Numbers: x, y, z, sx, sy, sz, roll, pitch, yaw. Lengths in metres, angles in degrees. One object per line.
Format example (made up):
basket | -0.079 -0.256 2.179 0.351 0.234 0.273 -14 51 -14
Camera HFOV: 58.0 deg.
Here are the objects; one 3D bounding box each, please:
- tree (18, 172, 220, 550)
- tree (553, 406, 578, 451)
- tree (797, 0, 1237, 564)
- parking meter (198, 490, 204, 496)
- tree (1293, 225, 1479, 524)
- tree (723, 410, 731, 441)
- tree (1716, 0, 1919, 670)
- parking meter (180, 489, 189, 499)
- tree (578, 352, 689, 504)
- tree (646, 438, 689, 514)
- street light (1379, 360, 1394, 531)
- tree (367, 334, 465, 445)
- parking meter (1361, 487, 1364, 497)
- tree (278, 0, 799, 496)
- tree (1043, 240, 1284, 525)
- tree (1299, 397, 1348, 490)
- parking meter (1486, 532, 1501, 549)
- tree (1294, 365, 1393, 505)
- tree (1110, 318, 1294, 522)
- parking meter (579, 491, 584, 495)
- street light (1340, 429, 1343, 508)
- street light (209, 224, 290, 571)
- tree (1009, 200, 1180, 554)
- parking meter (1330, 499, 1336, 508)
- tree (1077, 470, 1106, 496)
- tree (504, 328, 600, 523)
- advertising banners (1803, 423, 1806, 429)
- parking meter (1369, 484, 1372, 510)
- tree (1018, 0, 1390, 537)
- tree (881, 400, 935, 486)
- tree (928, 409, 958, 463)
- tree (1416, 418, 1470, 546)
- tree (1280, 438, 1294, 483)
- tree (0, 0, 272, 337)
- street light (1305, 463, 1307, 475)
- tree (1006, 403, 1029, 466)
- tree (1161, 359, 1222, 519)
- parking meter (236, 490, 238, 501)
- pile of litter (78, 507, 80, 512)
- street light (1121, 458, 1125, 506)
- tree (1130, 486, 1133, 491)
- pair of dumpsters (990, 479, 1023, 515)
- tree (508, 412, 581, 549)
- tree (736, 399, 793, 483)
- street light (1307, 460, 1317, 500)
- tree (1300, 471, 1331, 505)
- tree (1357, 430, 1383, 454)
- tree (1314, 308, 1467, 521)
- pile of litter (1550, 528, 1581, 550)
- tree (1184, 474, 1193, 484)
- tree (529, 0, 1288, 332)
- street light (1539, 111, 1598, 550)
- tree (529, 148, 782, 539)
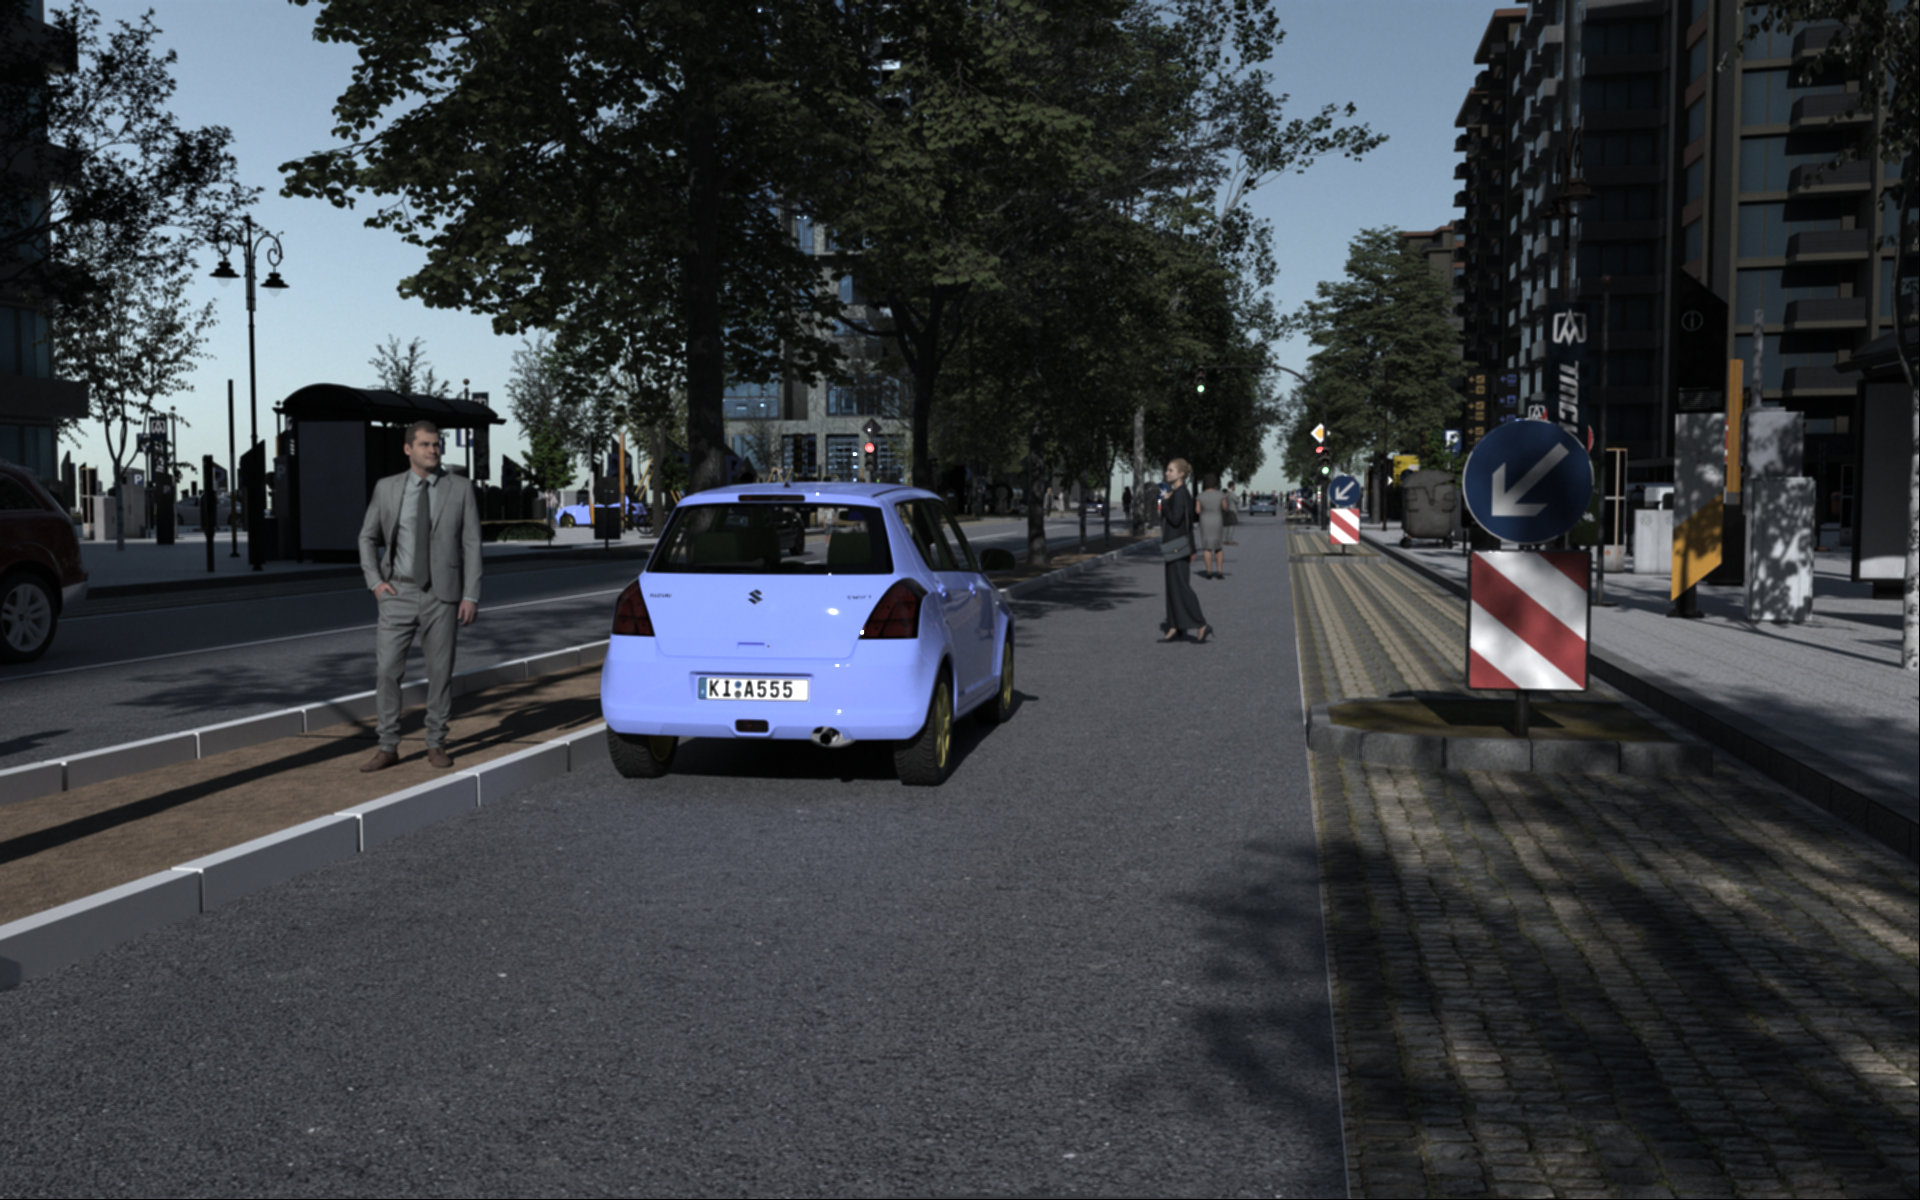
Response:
tree | -19.054 -5.431 39.161 4.360 8.622 3.978 0 3 0
tree | -20.799 -9.095 99.061 4.737 8.622 4.395 0 3 0
tree | 1.604 -6.976 34.646 7.486 12.596 7.792 0 3 0
parking meter | -44.688 -5.732 102.123 0.372 1.533 0.369 0 3 0
tree | 18.163 -9.509 73.594 7.486 12.596 7.792 0 3 0
tree | -15.486 -9.090 98.984 4.737 8.622 4.395 0 3 0
tree | 7.217 -3.792 12.357 4.360 8.622 3.978 0 3 0
parking meter | -37.351 -4.590 83.454 0.372 1.533 0.369 0 3 0
tree | -15.984 -8.413 87.912 4.737 8.622 4.395 0 3 0
tree | -9.904 -3.912 58.562 1.663 3.219 1.824 0 3 0
street light | 14.692 -5.319 59.761 0.468 5.910 1.993 1 4 11
tree | -25.269 -7.932 80.049 4.737 8.622 4.395 0 3 0
parking meter | 32.855 -8.312 141.617 0.255 1.863 0.399 1 4 11
tree | -2.196 -5.745 14.516 7.486 12.596 7.792 0 3 0
tree | 9.040 -9.522 75.147 9.611 12.733 9.660 0 3 0
tree | 26.803 -10.749 126.103 4.360 8.622 3.978 0 3 0
parking meter | 11.333 -1.905 36.866 0.399 1.863 0.255 2 4 32
tree | 29.570 -12.654 132.646 9.928 11.665 9.643 0 3 0
tree | 12.192 -9.883 89.798 9.928 11.665 9.643 0 3 0
parking meter | -27.724 -7.246 126.876 0.372 1.533 0.369 0 3 0
street light | 22.782 -7.974 103.167 0.468 5.910 1.993 1 4 11
street light | -11.773 -3.429 28.850 0.468 5.910 1.993 1 4 11
tree | 2.904 -5.383 40.830 4.737 8.622 4.395 0 3 0
parking meter | 23.267 -6.263 108.110 0.399 1.863 0.255 1 4 19
tree | 12.131 -10.703 158.705 4.285 4.588 4.351 0 3 0
tree | -18.392 -7.783 77.620 4.360 8.622 3.978 0 3 0
advertising banners | 19.658 -2.836 42.552 2.074 3.025 0.090 0 4 8
parking meter | 22.909 -5.529 96.117 0.399 1.863 0.255 1 4 13
tree | 7.024 -12.110 56.351 12.611 20.169 13.585 0 3 0
tree | -3.609 -11.071 131.372 4.737 8.622 4.395 0 3 0
tree | -1.494 -11.740 142.318 4.360 8.622 3.978 0 3 0
tree | 11.891 -2.977 43.269 1.663 3.219 1.824 0 3 0
tree | 57.336 -22.707 289.393 7.486 12.596 7.792 0 3 0
tree | -13.504 -5.390 22.541 8.767 10.594 7.601 -2 4 -33
street light | 52.032 -17.577 260.165 0.468 5.910 1.993 1 4 11
tree | 8.429 -13.539 138.362 9.611 12.733 9.660 0 3 0
tree | 10.641 -7.911 82.168 4.360 8.622 3.978 0 3 0
parking meter | -40.179 -5.393 96.592 0.372 1.533 0.369 0 3 0
pile of litter | -61.017 -6.572 121.416 1.176 0.858 1.719 2 4 35
street light | 17.501 -13.032 185.856 0.468 5.910 1.993 1 4 11
tree | 21.238 -12.988 206.954 1.663 3.219 1.824 0 3 0
pair of dumpsters | 2.905 -6.493 108.646 1.574 2.255 4.437 1 4 10
tree | -9.841 -2.832 40.901 1.663 3.219 1.824 0 3 0
tree | -15.274 -11.304 135.176 4.360 8.622 3.978 0 3 0
street light | 44.139 -14.943 217.109 0.468 5.910 1.993 1 4 11
tree | 54.304 -17.454 269.078 4.285 4.588 4.351 0 3 0
tree | 32.086 -14.808 152.480 12.009 13.543 11.850 0 3 0
tree | 20.489 -9.057 82.496 7.601 10.594 8.767 0 3 0
pile of litter | 10.085 -0.970 29.823 1.719 0.858 1.176 -3 4 -38
tree | 39.384 -22.474 301.858 7.601 10.594 8.767 0 4 -8
tree | -0.571 -6.862 25.023 12.009 13.543 11.850 0 3 0
street light | 7.486 -2.976 21.450 0.468 5.910 1.993 1 4 11
tree | -8.830 -7.621 50.362 9.928 11.665 9.643 0 3 0
